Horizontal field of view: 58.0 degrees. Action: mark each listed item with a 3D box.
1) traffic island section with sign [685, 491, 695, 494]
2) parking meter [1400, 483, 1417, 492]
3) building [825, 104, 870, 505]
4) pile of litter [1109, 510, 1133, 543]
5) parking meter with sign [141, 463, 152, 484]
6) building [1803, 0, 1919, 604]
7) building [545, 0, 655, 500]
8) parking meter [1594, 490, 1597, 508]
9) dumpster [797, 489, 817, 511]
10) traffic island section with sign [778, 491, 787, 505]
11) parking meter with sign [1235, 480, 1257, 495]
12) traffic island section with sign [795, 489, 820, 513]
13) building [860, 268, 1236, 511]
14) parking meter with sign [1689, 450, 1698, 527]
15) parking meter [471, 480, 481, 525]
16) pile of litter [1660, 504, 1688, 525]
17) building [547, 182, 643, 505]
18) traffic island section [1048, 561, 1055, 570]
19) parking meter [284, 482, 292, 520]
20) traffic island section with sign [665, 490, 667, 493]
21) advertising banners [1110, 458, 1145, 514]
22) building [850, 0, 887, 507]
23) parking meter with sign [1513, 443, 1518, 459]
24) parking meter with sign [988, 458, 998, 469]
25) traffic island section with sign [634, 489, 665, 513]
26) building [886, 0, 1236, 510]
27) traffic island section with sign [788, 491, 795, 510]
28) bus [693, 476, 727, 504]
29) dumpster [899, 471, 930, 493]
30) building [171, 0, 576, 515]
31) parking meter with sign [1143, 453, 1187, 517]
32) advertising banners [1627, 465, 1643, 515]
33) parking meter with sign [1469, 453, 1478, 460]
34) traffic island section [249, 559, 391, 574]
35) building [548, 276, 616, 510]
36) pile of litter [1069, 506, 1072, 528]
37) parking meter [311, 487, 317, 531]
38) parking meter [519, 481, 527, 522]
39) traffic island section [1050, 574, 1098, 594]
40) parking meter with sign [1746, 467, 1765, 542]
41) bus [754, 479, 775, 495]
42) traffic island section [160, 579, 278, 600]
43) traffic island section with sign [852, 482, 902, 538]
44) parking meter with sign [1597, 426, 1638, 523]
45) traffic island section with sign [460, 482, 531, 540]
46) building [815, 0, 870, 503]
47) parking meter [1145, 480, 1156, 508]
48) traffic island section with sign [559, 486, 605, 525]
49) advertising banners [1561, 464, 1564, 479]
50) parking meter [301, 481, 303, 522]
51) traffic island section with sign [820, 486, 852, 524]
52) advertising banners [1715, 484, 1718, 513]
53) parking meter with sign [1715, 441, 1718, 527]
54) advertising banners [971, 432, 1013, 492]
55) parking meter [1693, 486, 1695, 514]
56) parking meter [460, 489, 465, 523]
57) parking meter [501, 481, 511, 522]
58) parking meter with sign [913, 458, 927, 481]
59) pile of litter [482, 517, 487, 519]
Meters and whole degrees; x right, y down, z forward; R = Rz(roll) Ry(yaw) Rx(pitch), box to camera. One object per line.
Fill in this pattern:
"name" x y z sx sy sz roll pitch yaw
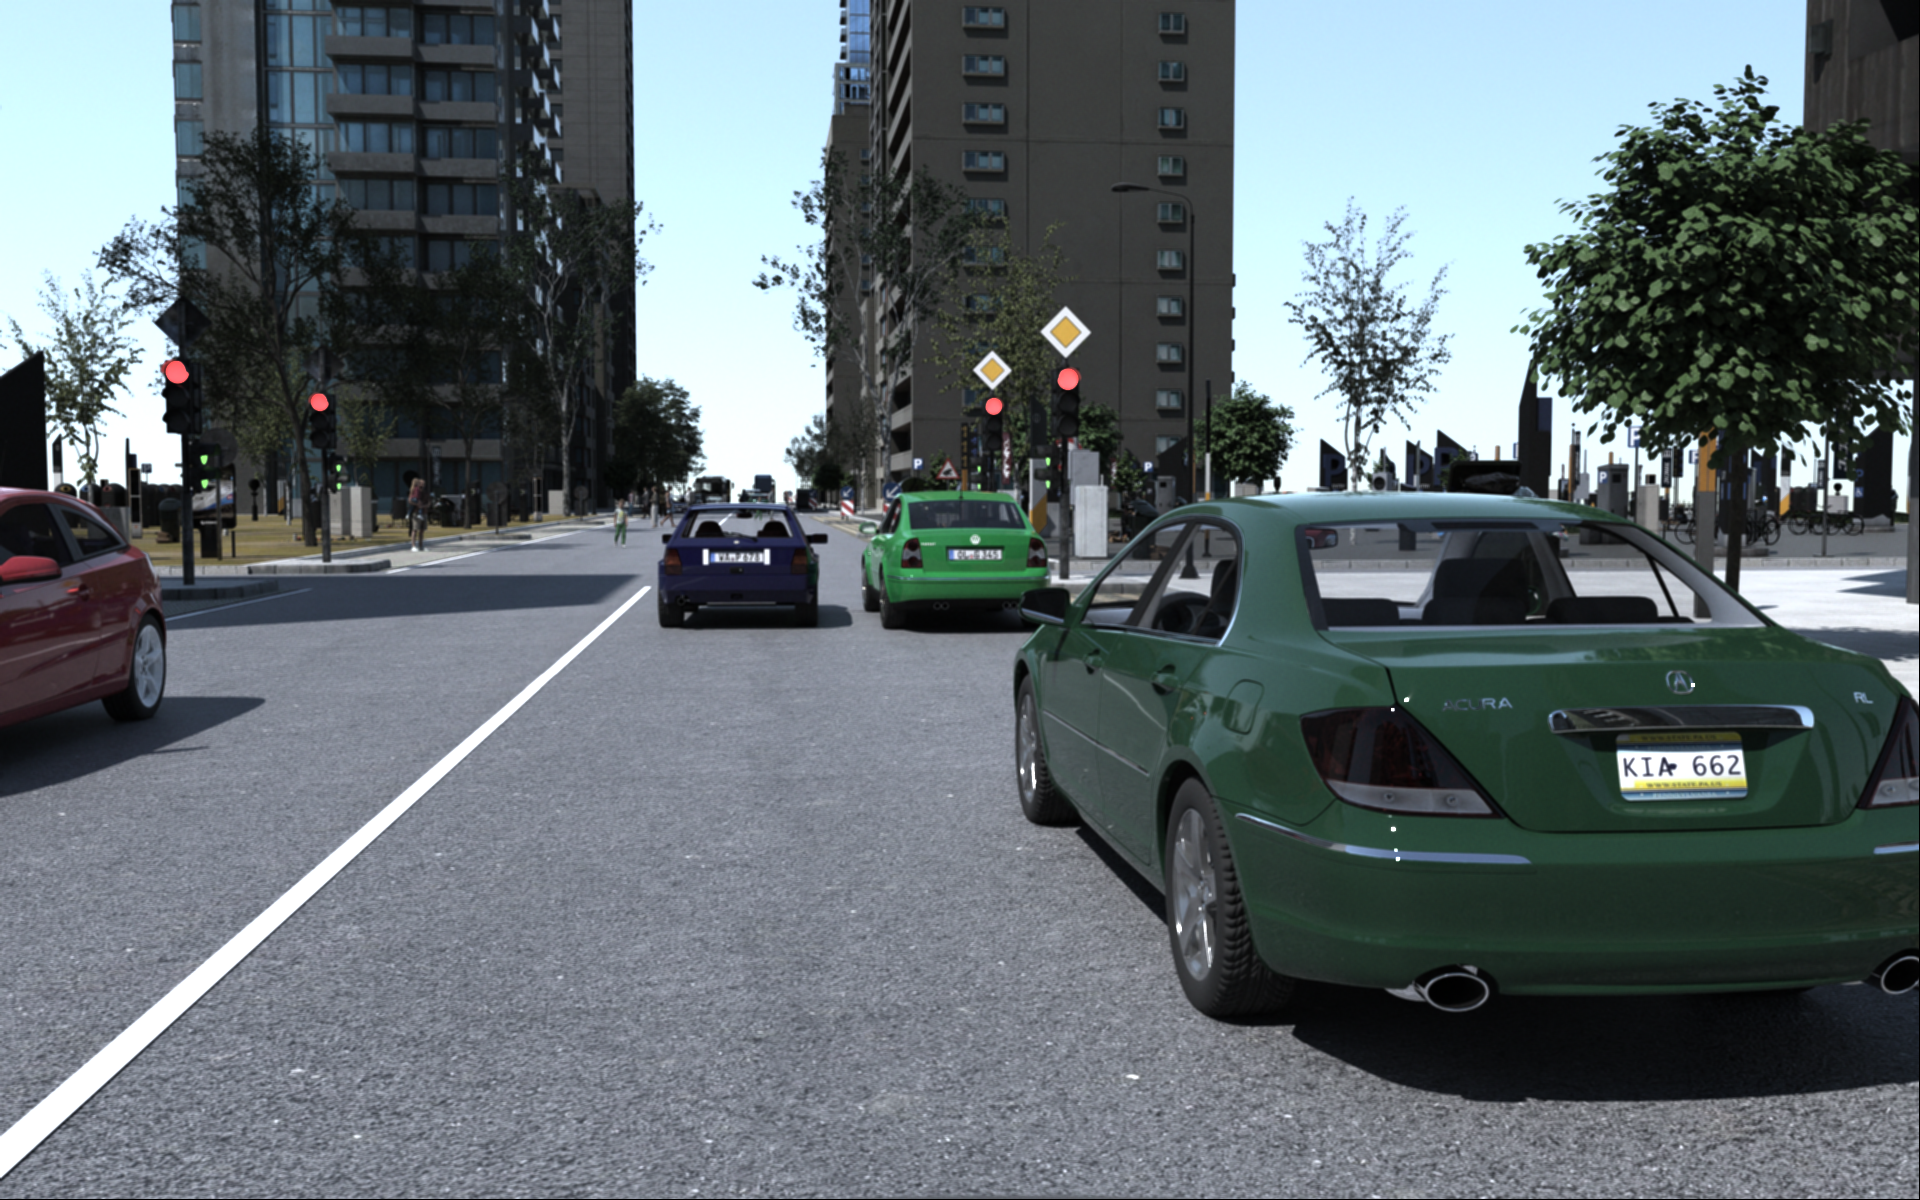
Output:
"traffic island section with sign" -33.348 -12.476 212.602 1.989 1.847 2.006 0 4 -7
"parking meter" 10.172 -1.891 39.331 0.372 1.533 0.369 0 3 0
"building" -5.432 -36.026 212.723 21.300 48.544 21.600 0 4 -7
"pile of litter" 4.264 -1.978 46.298 1.176 0.858 1.719 3 5 41
"parking meter with sign" -46.871 -6.291 99.117 1.738 3.016 0.543 3 5 42
"building" 16.749 -15.011 17.132 14.160 30.474 14.107 0 4 -7
"building" -50.502 -48.074 224.261 20.563 71.187 20.611 0 4 -7
"parking meter" 25.074 -3.640 67.918 0.372 1.533 0.369 0 3 0
"dumpster" -13.234 -8.663 149.852 1.865 1.857 1.264 0 4 -7
"traffic island section with sign" -24.437 -14.277 242.056 1.989 1.847 2.006 0 4 -7
"parking meter with sign" 14.413 -5.500 86.178 1.738 3.016 0.543 -1 4 -22
"traffic island section with sign" -11.378 -7.561 132.253 1.989 1.847 2.006 0 4 -7
"building" 6.148 -18.572 148.693 27.650 21.520 28.899 0 4 -7
"parking meter with sign" 29.024 -4.361 67.563 0.543 3.016 1.738 0 4 1
"parking meter" -20.375 -4.106 72.850 0.255 1.863 0.399 1 4 18
"pile of litter" 30.218 -3.638 73.441 1.719 0.858 1.176 -2 4 -35
"building" -53.905 -31.224 202.386 32.217 40.220 23.993 0 4 -7
"traffic island section" 0.647 -0.717 33.999 2.009 0.180 2.903 0 4 -7
"parking meter" -32.972 -4.849 84.994 0.255 1.863 0.399 0 4 3
"traffic island section with sign" -26.930 -9.175 158.644 1.989 1.847 2.006 0 4 -7
"advertising banners" 8.153 -5.322 83.208 2.074 3.025 0.090 0 4 -1
"building" -0.237 -44.835 171.302 20.563 71.187 20.611 0 4 -7
"parking meter with sign" 18.770 -3.777 58.016 0.543 3.016 1.738 1 4 19
"parking meter with sign" 1.019 -5.229 81.757 0.543 3.016 1.738 3 5 43
"traffic island section with sign" -23.738 -7.538 131.878 1.989 1.847 2.006 0 4 -7
"building" 6.286 -30.454 121.622 21.300 48.544 21.600 0 4 -7
"traffic island section with sign" -14.559 -9.198 159.021 1.989 1.847 2.006 0 4 -7
"bus" -24.061 -10.565 167.600 2.948 3.499 13.247 0 4 -6
"dumpster" -1.951 -4.329 73.278 1.502 2.255 1.985 0 4 -7
"building" -39.953 -30.623 120.292 23.786 49.044 30.456 0 4 -7
"parking meter with sign" 8.733 -4.712 73.304 1.738 3.016 0.543 2 4 27
"advertising banners" 39.914 -6.513 102.675 2.074 3.025 0.090 -3 5 -39
"parking meter with sign" 20.987 -4.712 73.304 1.738 3.016 0.543 -1 4 -15
"traffic island section" -11.907 -0.626 32.516 2.009 0.180 2.903 0 4 -7
"building" -45.220 -18.673 150.337 27.650 21.520 28.899 0 4 -7
"pile of litter" 4.437 -3.169 65.784 1.176 0.858 1.719 -1 4 -19
"parking meter" -22.458 -3.147 59.870 0.372 1.533 0.369 0 3 0
"parking meter" -19.853 -4.466 78.730 0.255 1.863 0.399 0 4 0
"traffic island section" 1.591 -0.232 26.070 2.009 0.180 2.903 0 4 -7
"parking meter with sign" 21.266 -3.093 46.823 0.543 3.016 1.738 2 4 33
"bus" -28.469 -15.961 252.514 2.896 3.916 12.252 -1 4 -9
"traffic island section" -10.963 -0.141 24.586 2.009 0.180 2.903 0 4 -7
"traffic island section with sign" -2.384 -2.940 56.702 1.989 1.847 2.006 0 4 -7
"parking meter with sign" 16.591 -2.925 44.092 1.738 3.016 0.543 -2 4 -24
"traffic island section with sign" -14.514 -2.791 54.268 1.989 1.847 2.006 0 4 -7
"building" -9.527 -57.438 251.787 22.319 86.520 31.000 0 4 -7
"parking meter" 7.927 -4.059 72.081 0.399 1.863 0.255 1 4 18
"traffic island section with sign" -17.690 -4.429 81.036 1.989 1.847 2.006 0 4 -7
"advertising banners" 34.844 -6.397 100.781 0.090 3.025 2.074 0 4 4
"parking meter" -29.647 -4.459 78.613 0.255 1.863 0.399 2 4 24
"traffic island section with sign" -5.577 -4.577 83.468 1.989 1.847 2.006 0 4 -7
"advertising banners" 32.428 -4.774 74.247 0.090 3.025 2.074 2 4 26
"parking meter with sign" 25.831 -3.744 57.470 1.738 3.016 0.543 -1 4 -13
"advertising banners" 0.884 -3.248 49.292 0.090 3.025 2.074 -2 4 -35
"parking meter" 46.001 -6.268 108.191 0.399 1.863 0.255 0 4 3
"parking meter" -21.616 -4.110 75.609 0.372 1.533 0.369 0 3 0
"parking meter" -20.541 -4.442 78.331 0.399 1.863 0.255 1 4 13
"parking meter with sign" -1.700 -5.431 85.059 0.543 3.016 1.738 1 4 23
"pile of litter" -24.296 -4.684 90.550 1.176 0.858 1.719 -3 5 -39
